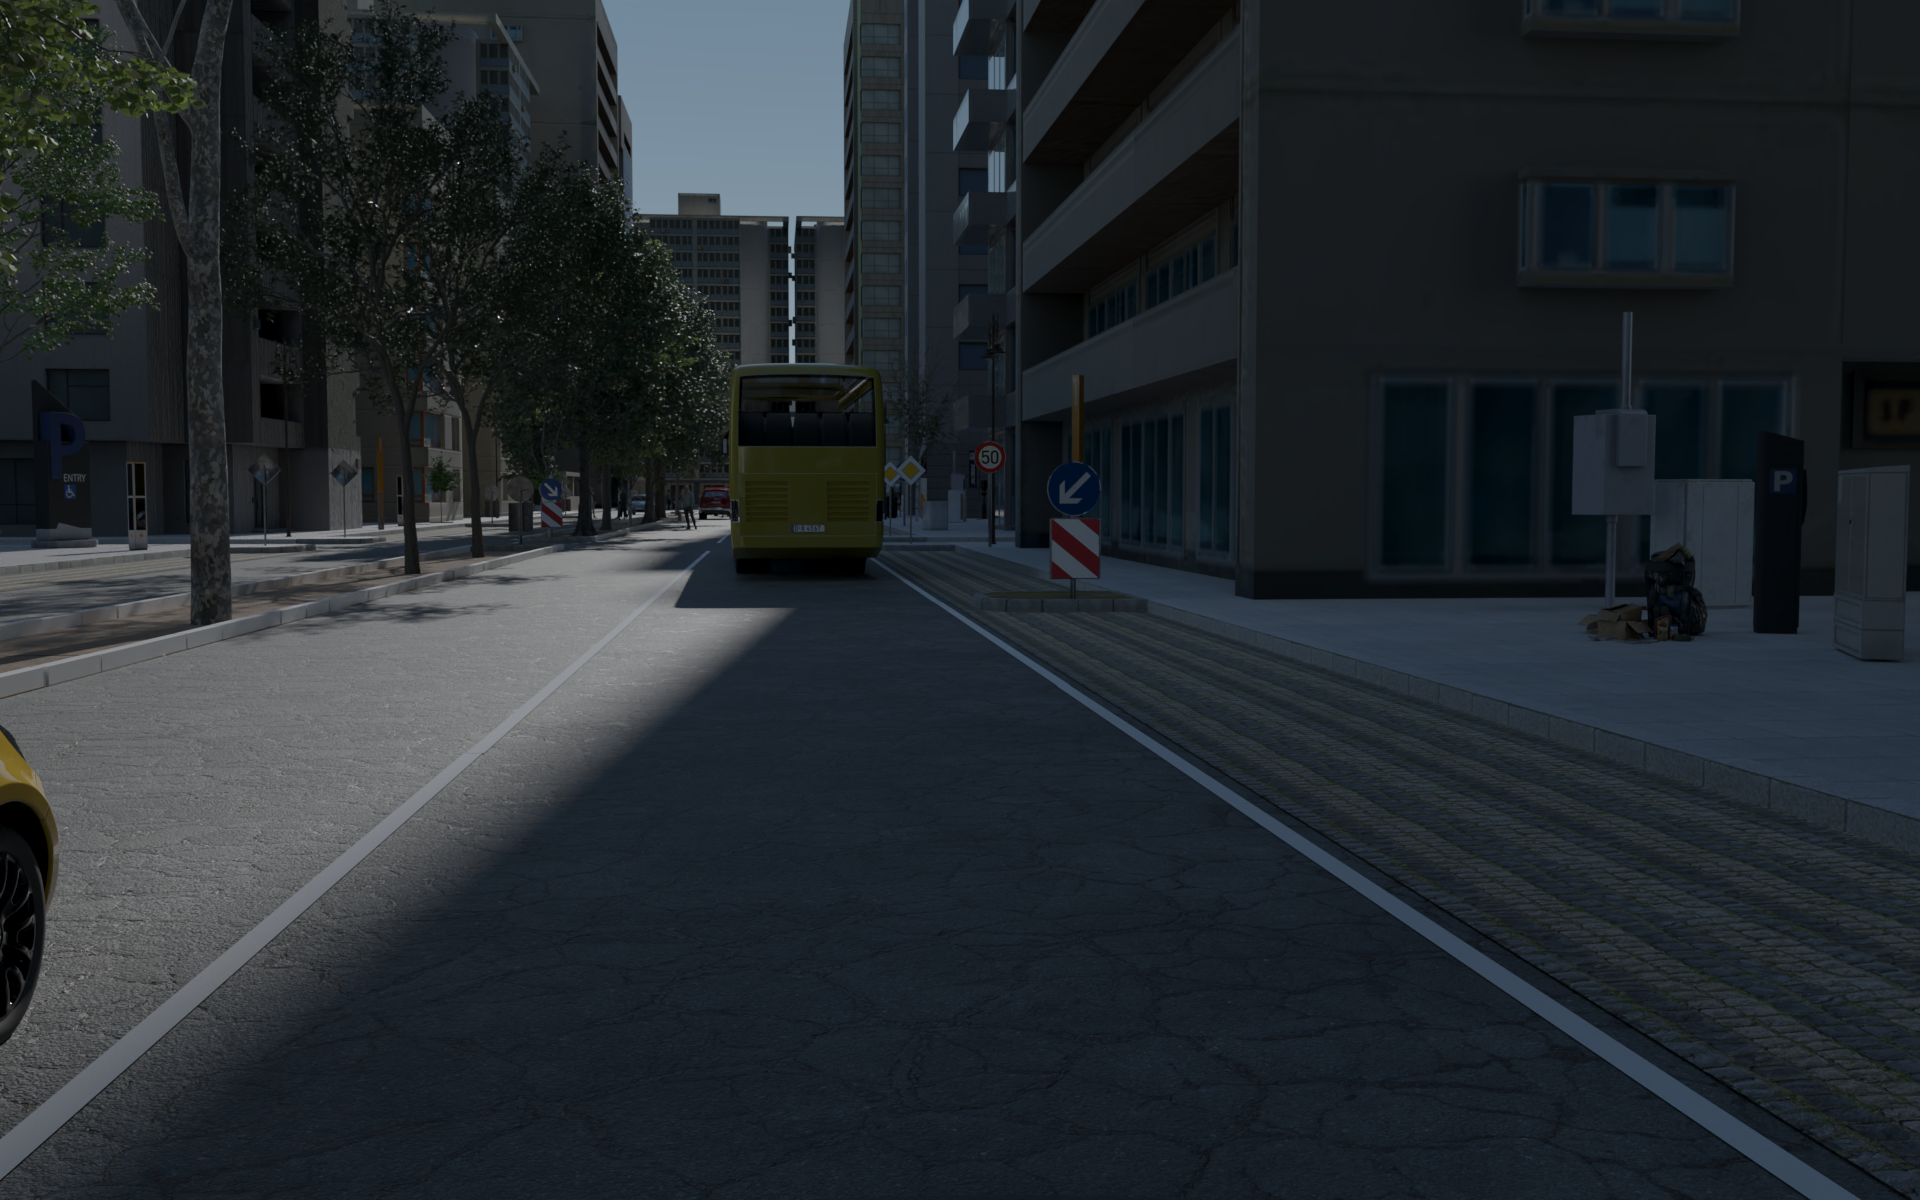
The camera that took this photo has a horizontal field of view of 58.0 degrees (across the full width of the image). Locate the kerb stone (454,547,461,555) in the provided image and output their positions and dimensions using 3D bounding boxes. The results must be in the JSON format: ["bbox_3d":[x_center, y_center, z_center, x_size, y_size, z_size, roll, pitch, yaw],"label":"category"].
[{"bbox_3d":[-11.936,-1.132,40.708,0.120,0.150,1.000,0,4,-6],"label":"kerb stone"}]

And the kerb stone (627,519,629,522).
[{"bbox_3d":[-16.897,-3.966,87.123,0.120,0.150,1.000,0,4,-6],"label":"kerb stone"}]

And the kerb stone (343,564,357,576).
[{"bbox_3d":[-10.849,-0.505,30.514,0.120,0.150,1.000,0,4,-6],"label":"kerb stone"}]

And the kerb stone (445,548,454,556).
[{"bbox_3d":[-11.817,-1.066,39.678,0.120,0.150,1.000,0,4,-6],"label":"kerb stone"}]

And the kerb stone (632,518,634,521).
[{"bbox_3d":[-17.224,-4.153,90.189,0.120,0.150,1.000,0,4,-6],"label":"kerb stone"}]

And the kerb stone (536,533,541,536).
[{"bbox_3d":[-13.403,-1.974,54.509,0.120,0.150,1.000,0,4,-6],"label":"kerb stone"}]

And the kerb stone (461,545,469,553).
[{"bbox_3d":[-12.046,-1.194,41.724,0.120,0.150,1.000,0,4,-6],"label":"kerb stone"}]

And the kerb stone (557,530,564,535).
[{"bbox_3d":[-14.064,-2.351,60.626,0.120,0.150,1.000,0,4,-6],"label":"kerb stone"}]

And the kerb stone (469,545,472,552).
[{"bbox_3d":[-12.153,-1.257,42.741,0.120,0.150,1.000,0,4,-6],"label":"kerb stone"}]

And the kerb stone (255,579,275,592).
[{"bbox_3d":[-10.305,-0.198,25.430,0.120,0.150,1.000,0,4,-6],"label":"kerb stone"}]

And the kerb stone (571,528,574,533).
[{"bbox_3d":[-14.389,-2.534,63.682,0.120,0.150,1.000,0,4,-6],"label":"kerb stone"}]

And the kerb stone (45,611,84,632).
[{"bbox_3d":[-9.541,0.245,18.295,0.120,0.150,1.000,0,4,-6],"label":"kerb stone"}]

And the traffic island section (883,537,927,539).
[{"bbox_3d":[-2.094,-1.854,52.597,2.009,0.180,2.903,0,4,-6],"label":"traffic island section"}]

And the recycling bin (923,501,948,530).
[{"bbox_3d":[-0.873,-3.007,61.719,0.722,1.027,0.722,-1,4,-22],"label":"recycling bin"}]

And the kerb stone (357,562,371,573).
[{"bbox_3d":[-10.954,-0.571,31.534,0.120,0.150,1.000,0,4,-6],"label":"kerb stone"}]

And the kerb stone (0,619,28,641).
[{"bbox_3d":[-9.428,0.301,17.279,0.120,0.150,1.000,0,4,-6],"label":"kerb stone"}]

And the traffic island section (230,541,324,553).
[{"bbox_3d":[-17.247,-1.265,42.959,2.009,0.180,2.903,0,4,-6],"label":"traffic island section"}]

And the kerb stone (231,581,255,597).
[{"bbox_3d":[-10.191,-0.135,24.409,0.120,0.150,1.000,0,4,-6],"label":"kerb stone"}]

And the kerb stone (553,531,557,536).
[{"bbox_3d":[-13.846,-2.226,58.585,0.120,0.150,1.000,0,4,-6],"label":"kerb stone"}]

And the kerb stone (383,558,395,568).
[{"bbox_3d":[-11.170,-0.696,33.574,0.120,0.150,1.000,0,4,-6],"label":"kerb stone"}]

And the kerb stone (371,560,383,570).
[{"bbox_3d":[-11.061,-0.628,32.555,0.120,0.150,1.000,0,4,-6],"label":"kerb stone"}]

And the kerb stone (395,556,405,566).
[{"bbox_3d":[-11.281,-0.757,34.590,0.120,0.150,1.000,0,4,-6],"label":"kerb stone"}]

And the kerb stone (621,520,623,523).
[{"bbox_3d":[-16.568,-3.783,84.064,0.120,0.150,1.000,0,4,-6],"label":"kerb stone"}]

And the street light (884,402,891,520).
[{"bbox_3d":[-3.736,-6.962,86.617,0.468,5.910,1.993,0,4,-6],"label":"street light"}]

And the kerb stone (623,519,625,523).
[{"bbox_3d":[-16.674,-3.846,85.080,0.120,0.150,1.000,0,4,-6],"label":"kerb stone"}]

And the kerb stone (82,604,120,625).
[{"bbox_3d":[-9.651,0.178,19.313,0.120,0.150,1.000,0,4,-6],"label":"kerb stone"}]

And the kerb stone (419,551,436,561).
[{"bbox_3d":[-11.610,-0.938,37.641,0.120,0.150,1.000,0,4,-6],"label":"kerb stone"}]

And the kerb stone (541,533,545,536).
[{"bbox_3d":[-13.519,-2.037,55.525,0.120,0.150,1.000,0,4,-6],"label":"kerb stone"}]

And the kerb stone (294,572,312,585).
[{"bbox_3d":[-10.516,-0.322,27.463,0.120,0.150,1.000,0,4,-6],"label":"kerb stone"}]

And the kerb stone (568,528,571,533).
[{"bbox_3d":[-14.281,-2.475,62.665,0.120,0.150,1.000,0,4,-6],"label":"kerb stone"}]

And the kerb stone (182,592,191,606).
[{"bbox_3d":[-9.975,-0.011,22.370,0.120,0.150,1.000,0,4,-6],"label":"kerb stone"}]

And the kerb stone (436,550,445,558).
[{"bbox_3d":[-11.714,-1.007,38.659,0.120,0.150,1.000,0,4,-6],"label":"kerb stone"}]

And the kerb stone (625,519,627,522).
[{"bbox_3d":[-16.783,-3.909,86.107,0.120,0.150,1.000,0,4,-6],"label":"kerb stone"}]

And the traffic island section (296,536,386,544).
[{"bbox_3d":[-18.095,-1.750,50.899,2.009,0.180,2.903,0,4,-6],"label":"traffic island section"}]

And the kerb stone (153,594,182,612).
[{"bbox_3d":[-9.864,0.051,21.354,0.120,0.150,1.000,0,4,-6],"label":"kerb stone"}]

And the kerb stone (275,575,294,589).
[{"bbox_3d":[-10.411,-0.250,26.447,0.120,0.150,1.000,0,4,-6],"label":"kerb stone"}]

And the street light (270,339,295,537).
[{"bbox_3d":[-20.111,-4.827,51.717,0.468,5.910,1.993,0,4,-6],"label":"street light"}]

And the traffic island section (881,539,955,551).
[{"bbox_3d":[-1.246,-1.369,44.656,2.009,0.180,2.903,0,4,-6],"label":"traffic island section"}]

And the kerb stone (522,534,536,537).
[{"bbox_3d":[-13.305,-1.914,53.486,0.120,0.150,1.000,0,4,-6],"label":"kerb stone"}]

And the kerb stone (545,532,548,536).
[{"bbox_3d":[-13.623,-2.101,56.549,0.120,0.150,1.000,0,4,-6],"label":"kerb stone"}]

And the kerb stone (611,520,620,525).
[{"bbox_3d":[-16.346,-3.655,82.019,0.120,0.150,1.000,0,4,-6],"label":"kerb stone"}]

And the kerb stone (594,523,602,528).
[{"bbox_3d":[-15.590,-3.220,74.890,0.120,0.150,1.000,0,4,-6],"label":"kerb stone"}]

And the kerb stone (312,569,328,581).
[{"bbox_3d":[-10.629,-0.383,28.479,0.120,0.150,1.000,0,4,-6],"label":"kerb stone"}]

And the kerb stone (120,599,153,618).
[{"bbox_3d":[-9.754,0.114,20.338,0.120,0.150,1.000,0,4,-6],"label":"kerb stone"}]

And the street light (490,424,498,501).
[{"bbox_3d":[-24.493,-7.262,91.515,0.468,5.910,1.993,0,4,-6],"label":"street light"}]

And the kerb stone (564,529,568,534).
[{"bbox_3d":[-14.169,-2.410,61.643,0.120,0.150,1.000,0,4,-6],"label":"kerb stone"}]

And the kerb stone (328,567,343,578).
[{"bbox_3d":[-10.736,-0.447,29.497,0.120,0.150,1.000,0,4,-6],"label":"kerb stone"}]
